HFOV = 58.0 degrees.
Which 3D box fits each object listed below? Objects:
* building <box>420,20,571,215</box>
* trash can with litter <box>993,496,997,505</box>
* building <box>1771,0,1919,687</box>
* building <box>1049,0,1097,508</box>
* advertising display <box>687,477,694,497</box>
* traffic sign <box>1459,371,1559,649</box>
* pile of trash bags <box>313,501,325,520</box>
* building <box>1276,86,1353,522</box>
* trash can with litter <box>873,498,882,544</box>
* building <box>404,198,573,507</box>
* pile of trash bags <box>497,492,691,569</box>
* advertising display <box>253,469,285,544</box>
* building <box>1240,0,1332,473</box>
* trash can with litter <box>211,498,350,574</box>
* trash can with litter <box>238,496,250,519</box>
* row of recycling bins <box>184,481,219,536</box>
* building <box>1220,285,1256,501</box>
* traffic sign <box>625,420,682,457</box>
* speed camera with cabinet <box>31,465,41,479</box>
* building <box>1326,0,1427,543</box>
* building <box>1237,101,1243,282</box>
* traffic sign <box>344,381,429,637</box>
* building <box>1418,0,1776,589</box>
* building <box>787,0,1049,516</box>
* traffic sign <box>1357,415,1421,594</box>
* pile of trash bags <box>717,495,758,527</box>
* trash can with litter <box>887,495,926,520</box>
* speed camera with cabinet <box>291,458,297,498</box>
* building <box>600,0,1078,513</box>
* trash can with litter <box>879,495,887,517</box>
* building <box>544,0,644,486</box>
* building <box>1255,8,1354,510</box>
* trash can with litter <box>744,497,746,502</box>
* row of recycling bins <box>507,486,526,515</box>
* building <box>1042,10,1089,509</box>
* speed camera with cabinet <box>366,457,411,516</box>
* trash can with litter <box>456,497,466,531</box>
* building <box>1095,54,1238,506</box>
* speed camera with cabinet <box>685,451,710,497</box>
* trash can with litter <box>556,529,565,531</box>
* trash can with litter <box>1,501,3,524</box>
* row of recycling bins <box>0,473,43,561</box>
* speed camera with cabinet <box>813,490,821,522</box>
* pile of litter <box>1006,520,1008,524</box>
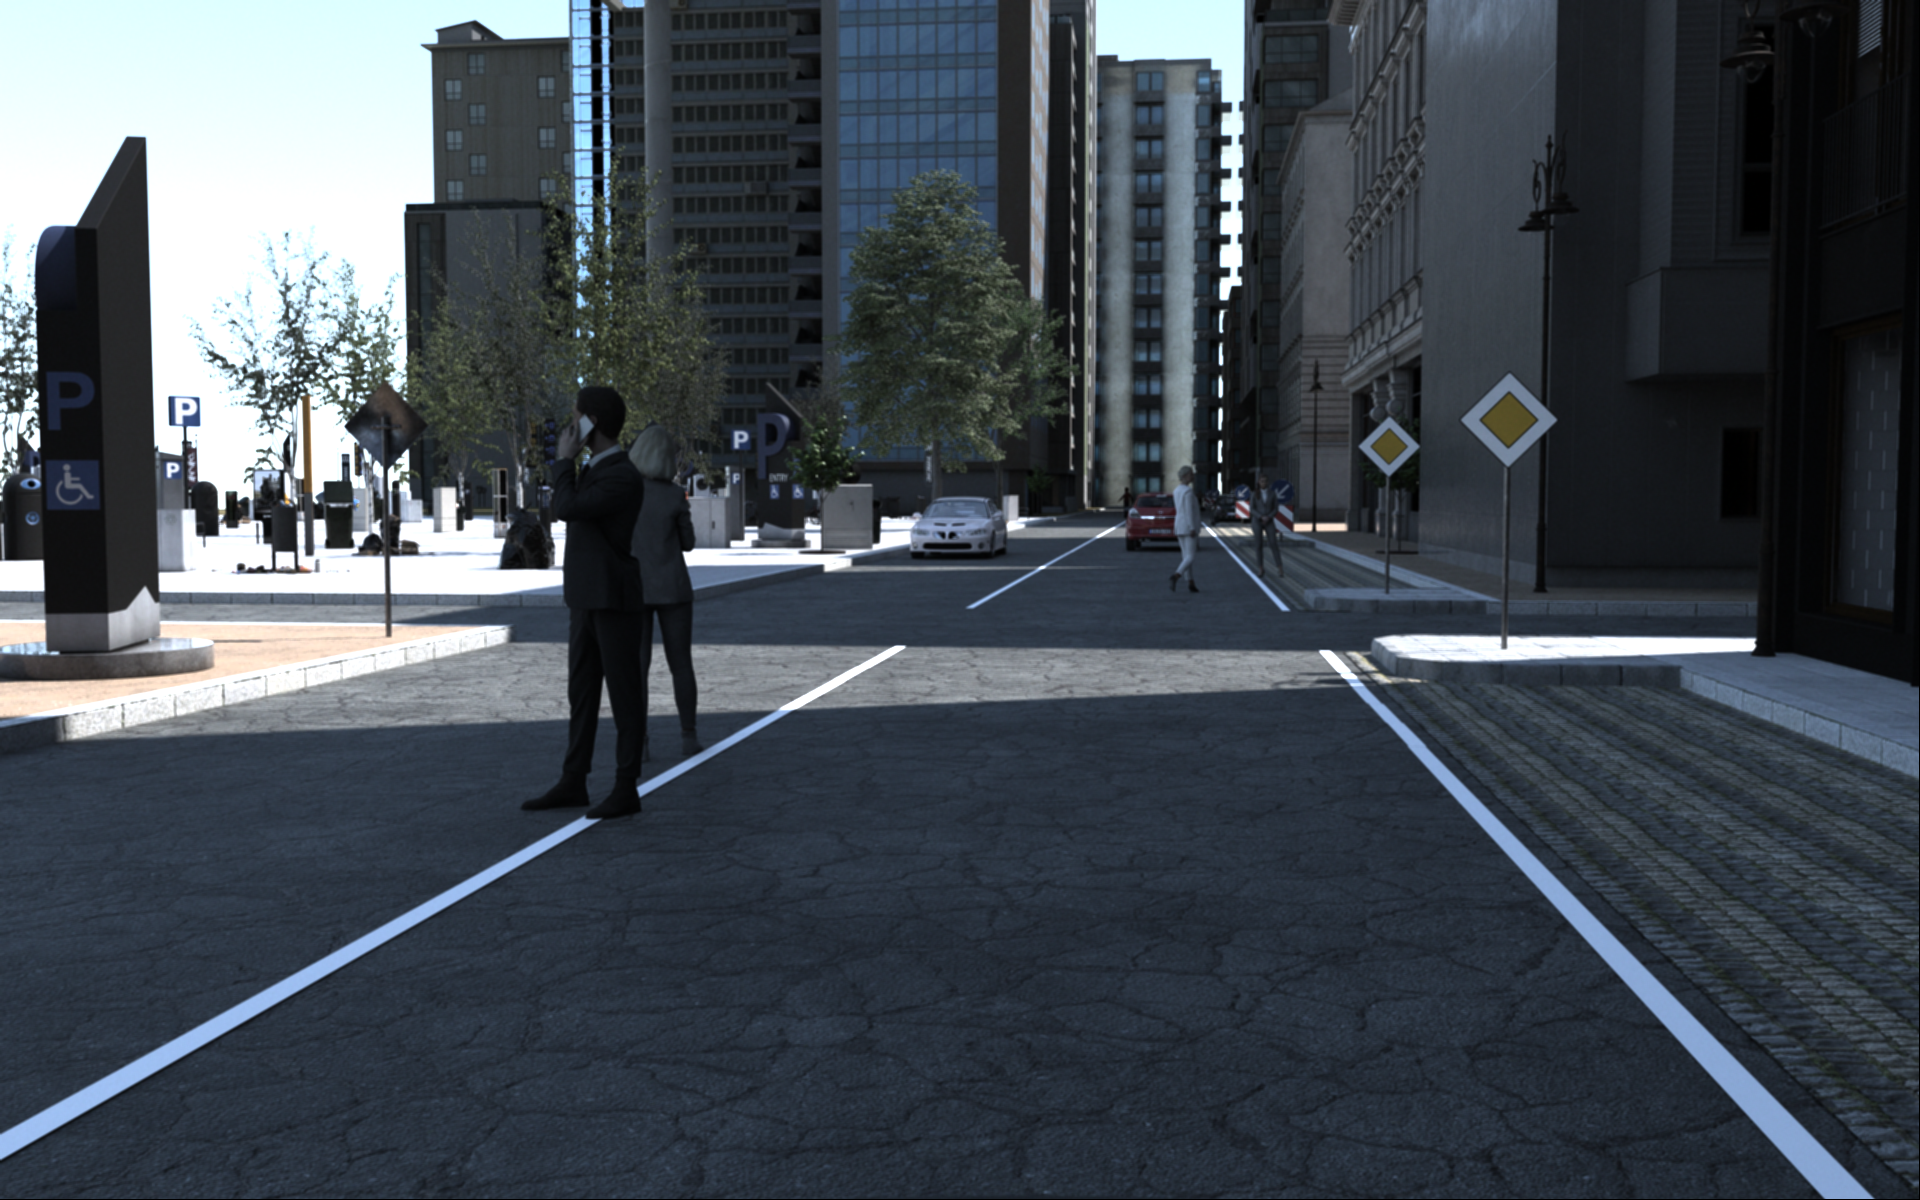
[{"bbox_3d":[-42.945,-37.425,201.129,27.495,52.752,28.713,0,4,7],"label":"building"},{"bbox_3d":[2.296,-5.120,95.103,1.055,1.170,0.624,0,4,0],"label":"trash can with litter"},{"bbox_3d":[11.740,-10.718,4.916,12.332,23.373,15.834,0,4,7],"label":"building"},{"bbox_3d":[2.226,-44.380,163.868,20.611,71.187,20.563,0,4,7],"label":"building"},{"bbox_3d":[-10.109,-3.656,64.995,0.123,1.923,0.974,-1,4,-16],"label":"advertising display"},{"bbox_3d":[4.497,-0.649,14.261,0.795,2.450,0.064,0,4,7],"label":"traffic sign"},{"bbox_3d":[-32.045,-4.713,86.818,1.912,1.369,3.447,1,4,10],"label":"pile of trash bags"},{"bbox_3d":[21.248,-14.543,86.923,9.793,20.994,18.267,0,4,7],"label":"building"},{"bbox_3d":[-2.383,-2.041,44.754,0.624,1.170,1.055,-1,4,-15],"label":"trash can with litter"},{"bbox_3d":[-45.877,-24.564,173.322,14.107,30.474,14.160,0,4,7],"label":"building"},{"bbox_3d":[-6.343,-1.241,30.042,3.447,1.369,1.912,1,4,9],"label":"pile of trash bags"},{"bbox_3d":[-17.772,-2.406,44.547,0.974,1.923,0.123,2,4,25],"label":"advertising display"},{"bbox_3d":[34.734,-32.879,126.805,28.713,52.752,27.495,0,4,7],"label":"building"},{"bbox_3d":[-11.279,-1.061,28.403,2.233,1.210,1.678,2,4,26],"label":"trash can with litter"},{"bbox_3d":[-36.829,-4.730,88.726,0.624,1.170,1.055,2,4,25],"label":"trash can with litter"},{"bbox_3d":[-24.593,-2.817,53.179,3.534,1.692,1.069,0,4,-5],"label":"row of recycling bins"},{"bbox_3d":[37.909,-19.034,156.240,27.650,21.520,28.899,0,4,7],"label":"building"},{"bbox_3d":[-4.137,-1.208,23.396,0.795,2.450,0.064,0,4,7],"label":"traffic sign"},{"bbox_3d":[-28.638,-3.749,55.634,2.038,3.252,0.660,-2,4,-34],"label":"speed camera with cabinet"},{"bbox_3d":[17.628,-12.650,57.745,10.553,20.767,40.483,0,4,7],"label":"building"},{"bbox_3d":[45.297,-34.748,187.744,30.456,49.044,23.786,0,4,7],"label":"building"},{"bbox_3d":[-5.121,-0.724,15.472,0.795,2.450,0.064,0,4,7],"label":"traffic sign"},{"bbox_3d":[23.468,-12.688,26.519,30.058,24.678,14.314,0,4,7],"label":"building"},{"bbox_3d":[-1.993,-27.845,105.383,14.600,45.320,14.200,0,4,7],"label":"building"},{"bbox_3d":[5.481,-1.134,22.186,0.795,2.450,0.064,0,4,7],"label":"traffic sign"},{"bbox_3d":[-9.538,-3.612,68.814,3.447,1.369,1.912,0,4,6],"label":"pile of trash bags"},{"bbox_3d":[-2.356,-4.690,87.733,2.233,1.210,1.678,0,4,6],"label":"trash can with litter"},{"bbox_3d":[-36.118,-5.994,92.346,0.660,3.252,2.038,2,4,31],"label":"speed camera with cabinet"},{"bbox_3d":[-7.836,-26.535,125.727,32.217,40.220,23.993,0,4,7],"label":"building"},{"bbox_3d":[-4.671,-5.280,97.388,2.233,1.210,1.678,0,4,0],"label":"trash can with litter"},{"bbox_3d":[-23.796,-52.149,165.302,31.000,86.520,22.319,0,4,7],"label":"building"},{"bbox_3d":[25.354,-20.486,106.651,14.160,30.474,14.107,0,4,7],"label":"building"},{"bbox_3d":[-11.347,-4.624,86.653,2.233,1.210,1.678,-3,5,-41],"label":"trash can with litter"},{"bbox_3d":[-22.505,-4.877,86.859,1.069,1.692,3.534,-2,4,-23],"label":"row of recycling bins"},{"bbox_3d":[3.243,-28.127,143.475,14.154,41.232,14.086,0,4,7],"label":"building"},{"bbox_3d":[-27.952,-5.528,84.715,2.038,3.252,0.660,0,4,2],"label":"speed camera with cabinet"},{"bbox_3d":[-17.626,-2.966,59.882,1.055,1.170,0.624,1,4,20],"label":"trash can with litter"},{"bbox_3d":[14.471,-35.005,191.933,30.456,49.044,23.786,0,4,7],"label":"building"},{"bbox_3d":[-12.485,-5.182,79.060,2.038,3.252,0.660,-1,4,-16],"label":"speed camera with cabinet"},{"bbox_3d":[-13.269,-2.988,59.903,1.678,1.210,2.233,0,4,-5],"label":"trash can with litter"},{"bbox_3d":[-41.238,-3.869,74.645,0.624,1.170,1.055,3,5,41],"label":"trash can with litter"},{"bbox_3d":[-17.819,-1.638,33.899,1.069,1.692,3.534,3,5,45],"label":"row of recycling bins"},{"bbox_3d":[-5.838,-5.307,81.112,2.038,3.252,0.660,-1,4,-19],"label":"speed camera with cabinet"},{"bbox_3d":[1.512,-3.671,73.993,1.176,0.858,1.719,0,4,8],"label":"pile of litter"}]
